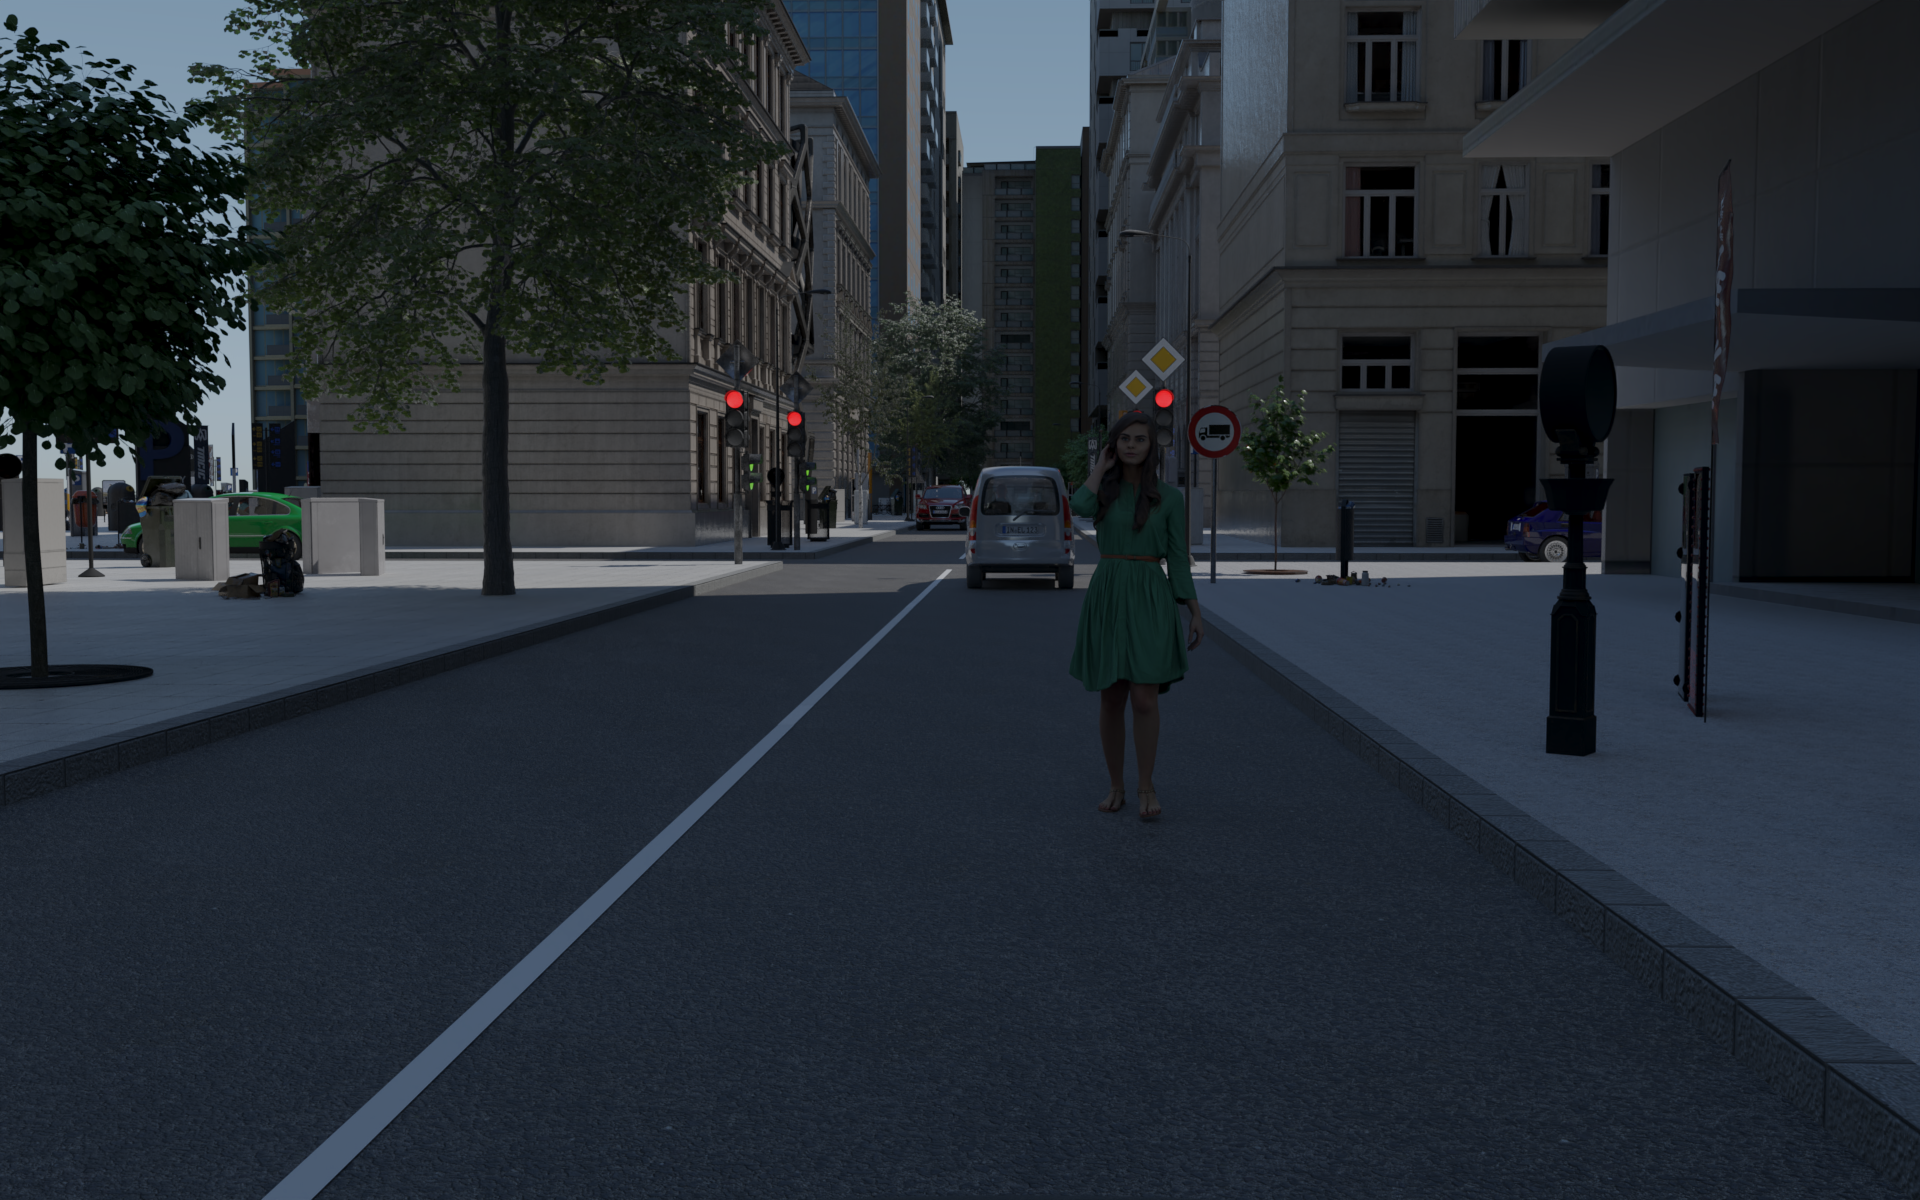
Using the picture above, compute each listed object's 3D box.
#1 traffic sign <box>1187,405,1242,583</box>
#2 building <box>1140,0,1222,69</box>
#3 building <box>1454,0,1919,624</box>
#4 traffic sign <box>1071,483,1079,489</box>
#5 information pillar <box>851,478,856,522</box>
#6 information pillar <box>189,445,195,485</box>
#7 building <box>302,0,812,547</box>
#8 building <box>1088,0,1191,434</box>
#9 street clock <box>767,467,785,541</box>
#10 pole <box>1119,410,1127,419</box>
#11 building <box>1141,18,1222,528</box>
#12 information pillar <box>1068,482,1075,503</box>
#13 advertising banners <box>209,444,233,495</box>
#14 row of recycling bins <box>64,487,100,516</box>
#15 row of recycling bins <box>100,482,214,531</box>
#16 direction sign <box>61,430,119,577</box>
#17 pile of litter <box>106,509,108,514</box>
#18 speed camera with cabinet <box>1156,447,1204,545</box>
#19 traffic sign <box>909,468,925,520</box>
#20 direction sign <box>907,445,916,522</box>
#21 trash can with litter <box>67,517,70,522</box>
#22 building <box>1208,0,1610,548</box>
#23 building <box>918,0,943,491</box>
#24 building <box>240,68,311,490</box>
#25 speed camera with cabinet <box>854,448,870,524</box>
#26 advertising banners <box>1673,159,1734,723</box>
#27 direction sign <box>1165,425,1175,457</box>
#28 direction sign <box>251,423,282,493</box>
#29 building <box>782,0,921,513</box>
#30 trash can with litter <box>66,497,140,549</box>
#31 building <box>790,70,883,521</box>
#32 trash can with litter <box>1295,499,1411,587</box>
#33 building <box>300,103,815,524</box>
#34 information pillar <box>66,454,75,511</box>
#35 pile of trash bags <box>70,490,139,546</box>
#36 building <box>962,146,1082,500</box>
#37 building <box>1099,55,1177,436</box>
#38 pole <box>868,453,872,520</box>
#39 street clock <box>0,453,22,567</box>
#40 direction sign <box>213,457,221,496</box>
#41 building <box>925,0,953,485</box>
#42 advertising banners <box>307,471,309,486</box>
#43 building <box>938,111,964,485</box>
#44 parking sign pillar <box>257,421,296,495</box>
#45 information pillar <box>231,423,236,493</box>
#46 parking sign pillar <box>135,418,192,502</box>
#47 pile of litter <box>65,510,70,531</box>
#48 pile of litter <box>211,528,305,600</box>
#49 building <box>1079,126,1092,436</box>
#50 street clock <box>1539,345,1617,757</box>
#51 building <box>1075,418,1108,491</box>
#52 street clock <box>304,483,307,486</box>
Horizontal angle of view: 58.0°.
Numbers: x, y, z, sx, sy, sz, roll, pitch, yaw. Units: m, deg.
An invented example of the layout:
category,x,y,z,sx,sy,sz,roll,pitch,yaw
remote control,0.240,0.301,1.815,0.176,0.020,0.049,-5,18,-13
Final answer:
category,x,y,z,sx,sy,sz,roll,pitch,yaw
traffic sign,3.642,-1.513,24.839,0.768,2.556,0.104,0,4,7
building,26.270,-26.619,127.105,32.217,40.220,23.993,0,4,2
building,20.885,-25.954,13.590,28.713,52.752,27.495,0,4,2
traffic sign,6.837,-6.131,100.247,0.884,2.594,0.081,1,4,9
information pillar,-4.855,-4.661,80.694,0.304,2.012,0.304,2,4,24
information pillar,-36.565,-5.587,82.698,0.504,3.616,0.183,1,4,13
building,-10.783,-11.388,50.822,10.561,19.102,19.286,0,4,2
building,25.212,-34.449,152.480,28.713,52.752,27.495,0,4,2
street clock,-4.977,-2.588,46.886,0.471,2.002,0.358,-1,4,-14
pole,3.972,-2.962,42.265,0.158,3.312,0.155,0,3,0
building,15.353,-14.341,76.271,13.314,21.916,24.055,0,4,2
information pillar,6.902,-6.279,107.160,0.304,2.012,0.304,3,4,36
advertising banners,-25.844,-3.932,60.480,0.090,3.025,2.074,-3,5,-44
row of recycling bins,-51.142,-5.694,100.215,3.534,1.692,1.069,0,4,6
row of recycling bins,-28.381,-3.328,61.519,3.534,1.692,1.069,-3,5,-43
direction sign,-13.445,-2.123,26.705,0.876,3.537,0.379,-1,4,-21
pile of litter,-54.571,-5.905,110.508,1.176,0.858,1.719,-1,4,-9
speed camera with cabinet,5.355,-2.988,43.185,0.660,3.252,2.038,3,4,36
traffic sign,-2.138,-5.155,84.287,0.884,2.594,0.081,0,4,6
direction sign,-2.257,-5.434,80.835,0.379,3.537,0.876,-2,4,-26
trash can with litter,-38.304,-3.909,75.299,0.624,1.170,1.055,1,4,20
building,22.244,-13.114,47.690,30.059,22.955,16.112,0,4,2
building,-13.352,-32.069,143.943,23.786,49.044,30.456,0,4,2
building,-57.186,-32.073,179.019,28.867,44.769,22.147,0,4,2
speed camera with cabinet,-4.212,-4.887,74.246,0.660,3.252,2.038,0,4,-1
advertising banners,4.335,-0.852,10.118,0.090,3.025,2.074,1,4,18
direction sign,6.748,-3.932,56.292,0.379,3.537,0.876,3,4,36
direction sign,-22.136,-3.874,55.338,0.876,3.537,0.379,-2,4,-24
building,-10.110,-28.830,121.484,14.600,45.320,14.200,0,4,2
trash can with litter,-20.060,-1.825,40.897,2.233,1.210,1.678,-3,5,-41
building,-10.475,-16.133,92.651,11.050,23.489,19.941,0,4,2
trash can with litter,5.694,-0.850,24.957,1.678,1.210,2.233,1,4,18
building,-14.434,-12.328,69.007,16.820,18.784,16.811,0,4,2
information pillar,-41.740,-5.504,81.349,0.183,3.616,0.504,1,4,15
pile of trash bags,-20.438,-2.055,43.348,3.447,1.369,1.912,0,4,-5
building,7.253,-31.979,206.456,14.086,41.232,14.154,0,4,2
building,14.805,-18.571,100.900,12.463,27.353,25.104,0,4,2
pole,-4.424,-5.581,85.091,0.158,3.312,0.155,0,3,0
street clock,-16.830,-1.593,30.617,0.471,2.002,0.358,-3,4,-38
direction sign,-45.212,-6.925,105.217,0.379,3.537,0.876,1,4,22
building,-15.021,-35.800,174.571,27.495,52.752,28.713,0,4,2
advertising banners,-41.758,-7.039,111.280,2.074,3.025,0.090,0,4,4
building,-10.443,-35.875,210.263,21.600,48.544,21.300,0,4,2
parking sign pillar,-24.897,-4.562,63.061,1.447,3.967,1.447,-2,4,-27
information pillar,-23.738,-3.993,56.645,0.183,3.616,0.504,-1,4,-20
parking sign pillar,-21.021,-3.499,45.687,1.447,3.967,1.447,-2,4,-33
pile of litter,-31.622,-2.899,61.365,1.176,0.858,1.719,-2,4,-33
pile of litter,-8.853,-0.478,21.784,1.176,0.858,1.719,0,4,4
building,21.401,-34.011,206.190,14.200,45.320,14.600,0,4,2
street clock,3.028,-0.242,8.524,0.358,2.002,0.471,3,4,38
building,21.964,-45.127,176.074,20.563,71.187,20.611,0,4,2
street clock,-41.631,-6.479,110.503,0.471,2.002,0.358,3,5,39
